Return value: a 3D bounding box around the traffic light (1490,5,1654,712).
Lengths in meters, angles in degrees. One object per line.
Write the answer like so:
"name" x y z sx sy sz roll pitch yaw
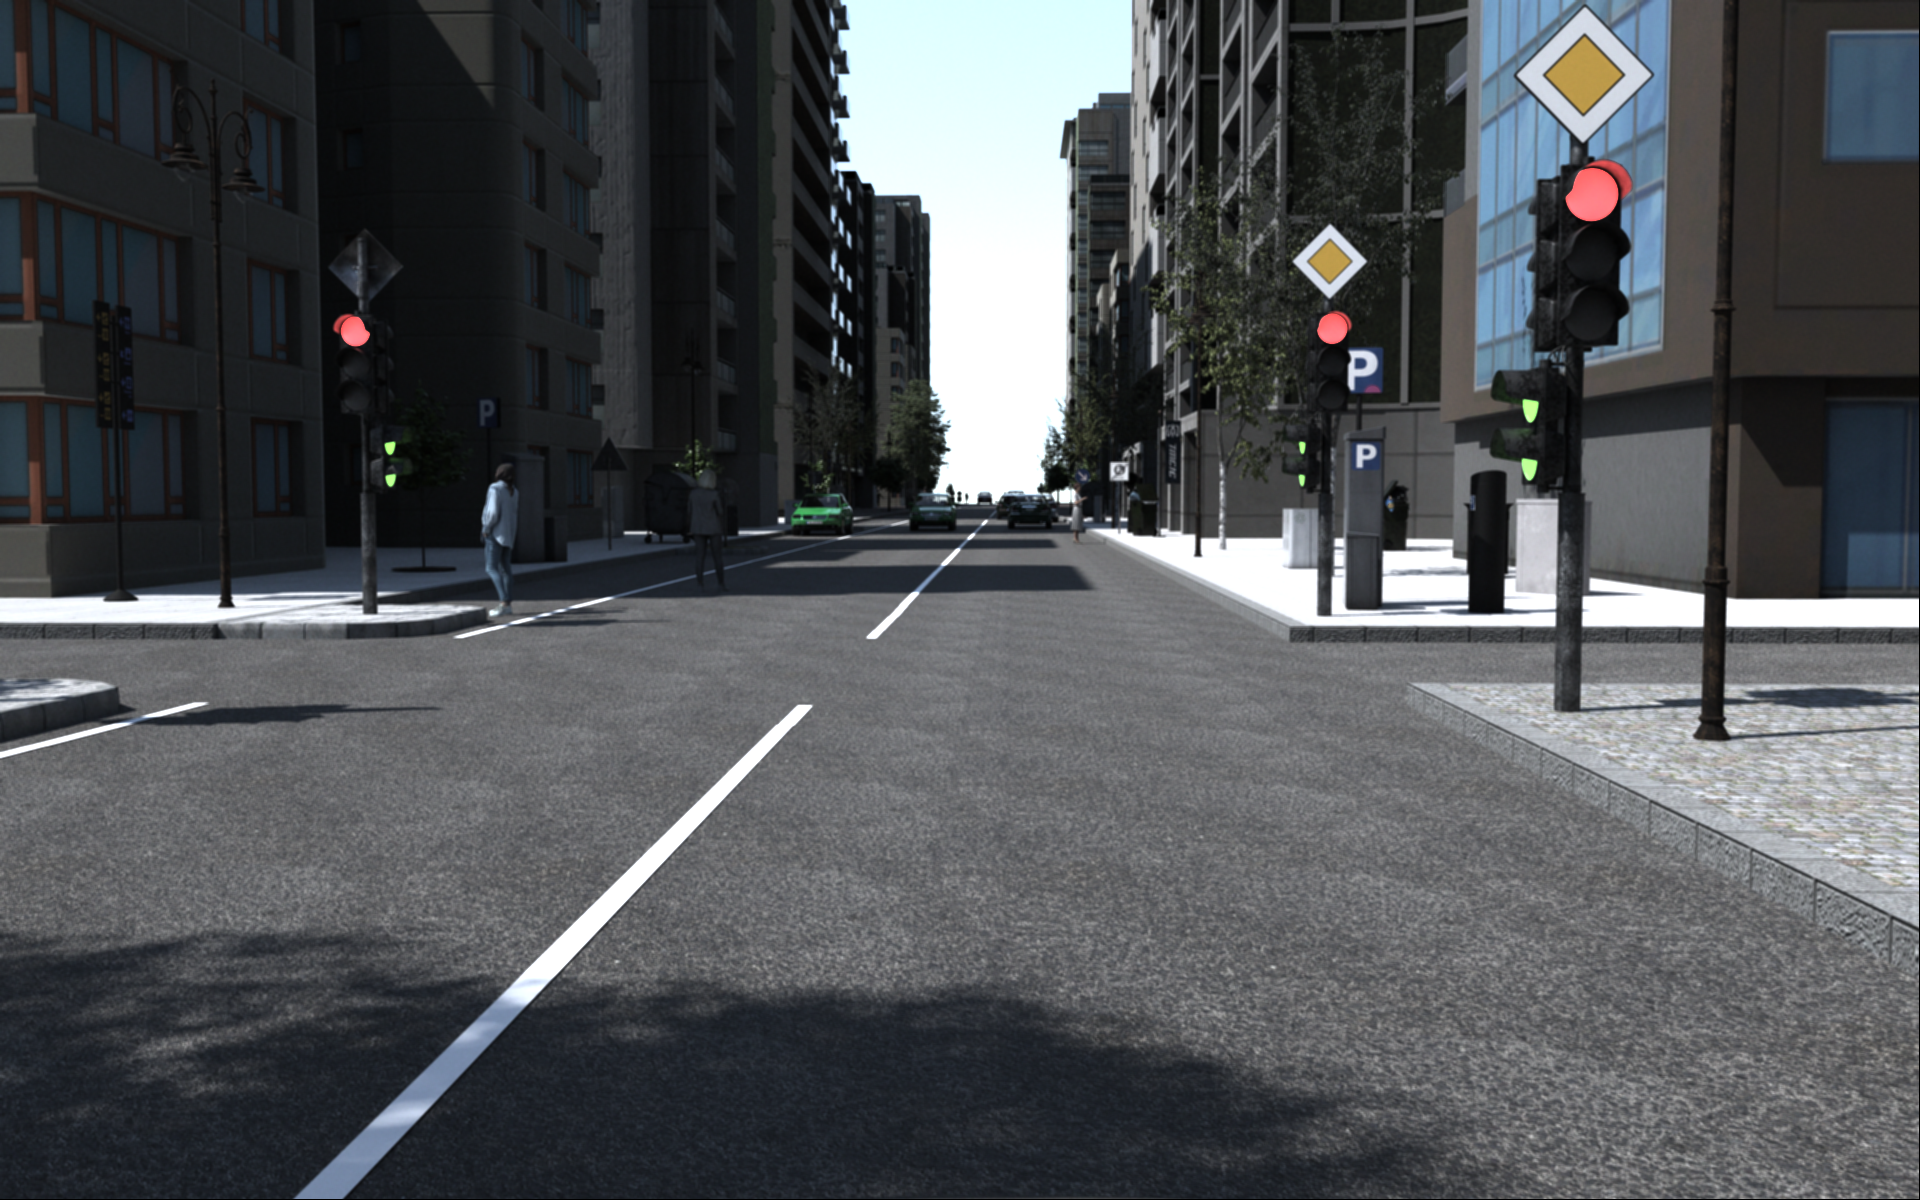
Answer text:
"traffic light" 3.574 -1.297 10.135 0.839 4.253 0.868 0 4 2

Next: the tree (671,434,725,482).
"tree" -8.592 -3.759 56.059 1.663 3.219 1.824 0 3 0

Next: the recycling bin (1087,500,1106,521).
"recycling bin" 6.509 -4.286 82.636 0.722 1.027 0.722 -1 4 -15

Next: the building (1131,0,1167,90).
"building" 24.869 -31.682 107.241 28.713 52.752 27.495 0 4 2

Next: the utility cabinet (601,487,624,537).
"utility cabinet" -10.243 -2.587 50.972 0.318 1.500 1.173 -2 4 -30

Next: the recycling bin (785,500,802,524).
"recycling bin" -6.993 -3.747 73.824 0.722 1.027 0.722 2 4 32

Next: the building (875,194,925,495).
"building" -12.421 -33.437 230.285 14.154 41.232 14.086 0 4 2

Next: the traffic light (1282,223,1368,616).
"traffic light" 3.816 -1.786 18.116 0.839 4.253 0.868 0 4 2

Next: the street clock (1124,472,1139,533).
"street clock" 5.673 -3.233 57.435 0.471 2.002 0.358 1 4 23

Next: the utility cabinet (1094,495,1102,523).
"utility cabinet" 6.116 -4.014 76.792 0.306 1.237 1.020 1 4 10

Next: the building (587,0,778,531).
"building" -14.777 -23.273 64.109 14.154 41.232 14.086 0 4 2

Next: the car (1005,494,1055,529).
"car" 2.944 -3.726 72.713 2.131 1.459 4.920 0 4 3

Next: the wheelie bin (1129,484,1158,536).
"wheelie bin" 5.637 -2.775 53.276 0.980 1.594 0.693 -2 4 -27

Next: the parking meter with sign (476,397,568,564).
"parking meter with sign" -8.062 -2.190 32.074 0.543 3.016 1.738 2 4 34

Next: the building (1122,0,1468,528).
"building" 18.683 -39.325 81.209 20.563 71.187 20.611 0 4 2

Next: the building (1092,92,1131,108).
"building" 25.490 -36.047 208.980 23.786 49.044 30.456 0 4 2

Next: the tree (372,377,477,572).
"tree" -9.034 -2.087 28.717 1.663 3.219 1.824 0 3 0

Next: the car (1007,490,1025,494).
"car" 5.208 -9.381 162.047 2.281 1.827 5.304 0 4 1

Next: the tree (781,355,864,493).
"tree" -7.132 -8.586 90.743 4.360 8.622 3.978 0 3 0

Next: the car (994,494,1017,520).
"car" 2.947 -5.391 97.931 2.009 1.686 4.222 0 4 2

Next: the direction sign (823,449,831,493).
"direction sign" -6.728 -5.847 87.593 0.379 3.537 0.876 1 4 18

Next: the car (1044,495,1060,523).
"car" 4.115 -4.673 88.405 2.014 1.417 4.499 0 4 1

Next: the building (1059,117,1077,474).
"building" 28.281 -39.664 237.739 28.713 52.752 27.495 0 4 2

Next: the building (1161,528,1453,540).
"building" 17.268 -37.558 52.323 20.563 71.187 20.611 0 4 2

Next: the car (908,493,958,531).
"car" -1.064 -3.675 68.882 1.959 1.807 4.718 0 4 1

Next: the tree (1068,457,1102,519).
"tree" 6.451 -5.857 90.368 1.663 3.219 1.824 0 3 0

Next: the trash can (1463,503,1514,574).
"trash can" 8.095 -0.912 26.560 0.748 1.137 0.748 0 3 0

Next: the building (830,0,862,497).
"building" -20.127 -31.323 131.747 23.786 49.044 30.456 0 4 2

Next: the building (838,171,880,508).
"building" -14.973 -23.407 154.408 14.160 30.474 14.107 0 4 2

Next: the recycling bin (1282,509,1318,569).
"recycling bin" 6.007 -1.068 30.013 0.722 1.027 0.722 0 4 0

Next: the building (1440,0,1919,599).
"building" 16.374 -22.996 26.103 14.200 45.320 14.600 0 4 2

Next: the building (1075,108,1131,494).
"building" 19.432 -30.771 186.702 14.154 41.232 14.086 0 4 2

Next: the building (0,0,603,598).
"building" -24.597 -11.652 35.557 27.650 21.520 28.899 0 4 2

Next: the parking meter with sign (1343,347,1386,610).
"parking meter with sign" 4.614 -1.445 19.884 0.543 3.016 1.738 1 4 10

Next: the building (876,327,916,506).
"building" -19.614 -21.415 195.181 27.650 21.520 28.899 0 4 2

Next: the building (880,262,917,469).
"building" -12.775 -27.198 216.394 14.160 30.474 14.107 0 4 2

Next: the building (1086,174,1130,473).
"building" 18.592 -23.682 158.898 14.160 30.474 14.107 0 4 2

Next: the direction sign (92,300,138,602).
"direction sign" -10.097 -1.757 20.730 0.379 3.537 0.876 0 4 1

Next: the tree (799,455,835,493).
"tree" -6.787 -5.508 84.654 1.663 3.219 1.824 0 3 0

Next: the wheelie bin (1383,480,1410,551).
"wheelie bin" 9.843 -1.921 39.317 0.693 1.594 0.980 0 4 4

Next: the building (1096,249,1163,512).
"building" 25.287 -17.817 136.339 27.650 21.520 28.899 0 4 2

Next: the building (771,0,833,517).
"building" -19.535 -29.434 104.948 21.300 48.544 21.600 0 4 2

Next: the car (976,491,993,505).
"car" 3.362 -13.835 234.879 2.281 1.827 5.304 0 4 1

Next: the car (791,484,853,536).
"car" -4.807 -3.178 60.748 1.959 1.807 4.718 0 4 3

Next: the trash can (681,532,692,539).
"trash can" -7.768 -2.350 50.078 0.748 1.137 0.748 0 3 0

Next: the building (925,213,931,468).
"building" -11.468 -34.324 244.790 14.154 41.232 14.086 0 4 2

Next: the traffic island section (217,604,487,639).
"traffic island section" -6.331 0.229 18.542 2.009 0.180 2.903 0 4 2

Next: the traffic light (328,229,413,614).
"traffic light" -6.291 -1.803 18.406 0.839 4.253 0.868 0 4 2

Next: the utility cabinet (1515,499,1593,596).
"utility cabinet" 7.598 -0.674 22.182 0.306 1.237 1.020 -2 4 -26

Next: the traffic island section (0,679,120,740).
"traffic island section" -6.573 0.717 10.561 2.009 0.180 2.903 0 4 2
